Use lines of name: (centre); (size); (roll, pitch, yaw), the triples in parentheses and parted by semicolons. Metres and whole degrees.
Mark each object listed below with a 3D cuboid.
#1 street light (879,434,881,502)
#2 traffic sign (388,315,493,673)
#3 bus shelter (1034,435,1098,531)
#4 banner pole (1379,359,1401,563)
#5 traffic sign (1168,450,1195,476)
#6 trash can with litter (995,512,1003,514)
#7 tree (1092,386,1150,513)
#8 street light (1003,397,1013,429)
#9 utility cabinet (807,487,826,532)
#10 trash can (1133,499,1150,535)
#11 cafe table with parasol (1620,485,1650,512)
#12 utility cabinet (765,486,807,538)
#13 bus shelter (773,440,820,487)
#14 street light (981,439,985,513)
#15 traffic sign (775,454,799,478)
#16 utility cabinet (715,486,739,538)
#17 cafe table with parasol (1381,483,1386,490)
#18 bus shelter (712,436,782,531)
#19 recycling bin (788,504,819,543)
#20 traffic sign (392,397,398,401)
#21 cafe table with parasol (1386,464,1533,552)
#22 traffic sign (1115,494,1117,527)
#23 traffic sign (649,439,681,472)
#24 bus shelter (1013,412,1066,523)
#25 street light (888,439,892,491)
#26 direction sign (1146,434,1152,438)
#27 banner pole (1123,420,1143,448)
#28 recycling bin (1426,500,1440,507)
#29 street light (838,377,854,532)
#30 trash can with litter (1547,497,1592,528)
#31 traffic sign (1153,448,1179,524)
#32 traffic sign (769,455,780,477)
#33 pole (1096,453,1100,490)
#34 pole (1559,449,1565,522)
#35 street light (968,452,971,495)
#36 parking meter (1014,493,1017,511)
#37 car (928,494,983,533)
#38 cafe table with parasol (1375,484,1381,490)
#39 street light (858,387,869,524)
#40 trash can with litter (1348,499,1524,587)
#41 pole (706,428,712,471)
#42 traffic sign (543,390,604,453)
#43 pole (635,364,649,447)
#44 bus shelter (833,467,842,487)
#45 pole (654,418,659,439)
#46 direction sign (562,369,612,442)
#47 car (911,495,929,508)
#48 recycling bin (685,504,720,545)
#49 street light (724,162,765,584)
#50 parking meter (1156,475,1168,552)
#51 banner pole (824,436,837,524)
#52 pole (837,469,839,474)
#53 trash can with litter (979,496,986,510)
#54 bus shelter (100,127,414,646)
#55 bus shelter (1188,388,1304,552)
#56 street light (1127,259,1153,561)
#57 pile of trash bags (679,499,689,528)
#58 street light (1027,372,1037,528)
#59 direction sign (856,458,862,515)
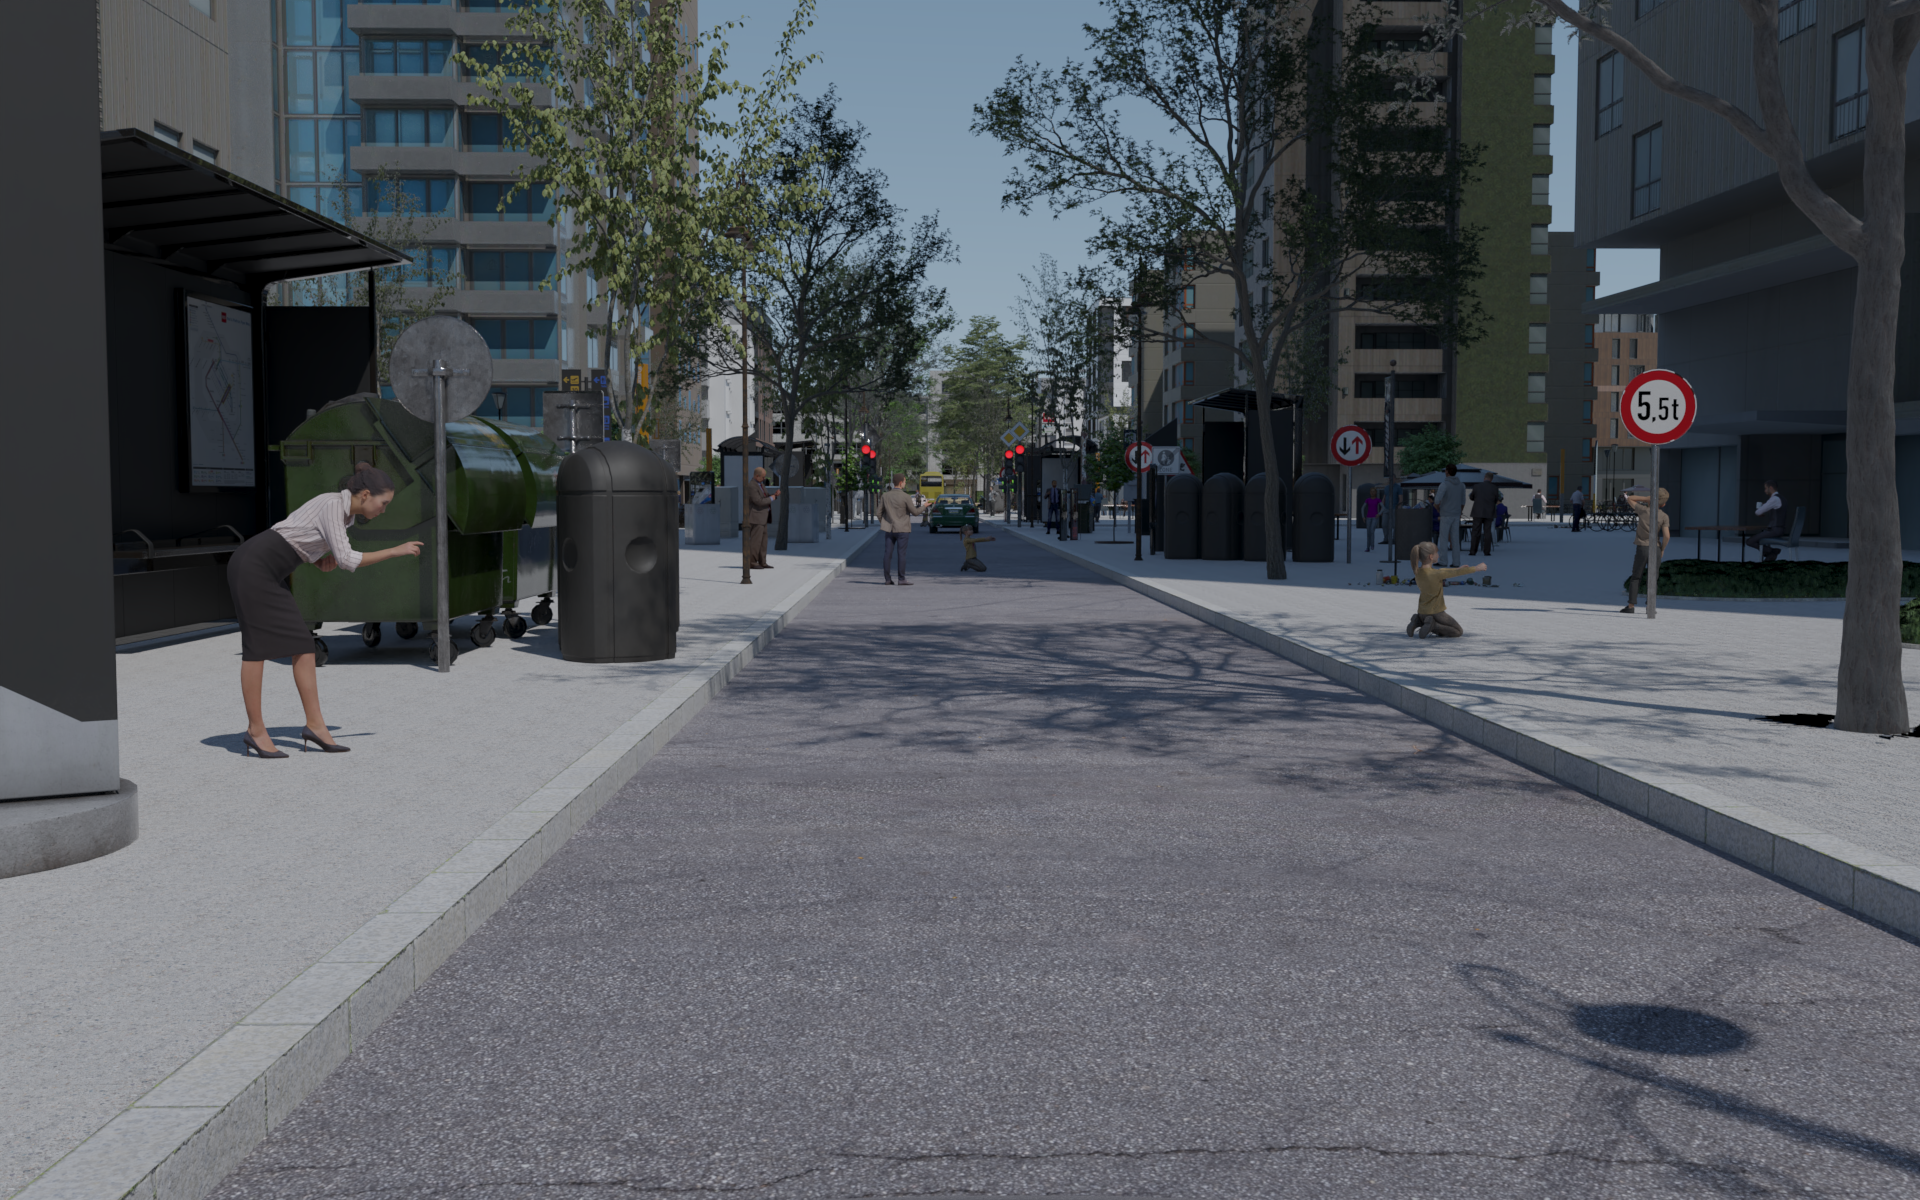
street light: (-4.962, -8.256, 107.767); (0.468, 5.910, 1.993); (0, 4, -1)
traffic sign: (-3.715, -0.752, 12.394); (0.768, 2.556, 0.104); (0, 4, 5)
bus shelter: (3.836, -4.175, 62.177); (2.014, 3.302, 5.546); (0, 4, -1)
banner pole: (8.057, -2.601, 32.544); (0.401, 3.779, 0.863); (0, 4, 1)
traffic sign: (6.397, -3.088, 50.486); (0.884, 2.594, 0.081); (0, 4, -1)
trash can with litter: (2.580, -6.246, 113.174); (1.678, 1.210, 2.233); (0, 4, 7)
tree: (10.857, -10.284, 118.510); (4.737, 8.622, 4.395); (0, 3, 0)
street light: (2.303, -6.710, 82.500); (0.468, 5.910, 1.993); (0, 4, -1)
utility cabinet: (-4.890, -2.952, 56.940); (0.318, 1.500, 1.173); (3, 4, 37)
trash can: (5.734, -2.581, 53.856); (0.748, 1.137, 0.748); (0, 3, 0)
cafe table with parasol: (49.604, -7.453, 126.714); (2.610, 1.966, 2.610); (-3, 4, -38)
utility cabinet: (-5.115, -2.529, 50.021); (1.173, 1.500, 0.318); (1, 4, 14)
bus shelter: (-7.313, -5.304, 77.996); (1.731, 3.624, 6.357); (0, 4, -1)
street light: (1.604, -8.715, 115.281); (0.468, 5.910, 1.993); (0, 4, -1)
traffic sign: (-5.422, -3.315, 54.306); (0.768, 2.556, 0.104); (0, 4, 2)
utility cabinet: (-6.962, -2.558, 50.500); (1.173, 1.500, 0.318); (3, 5, 42)
cafe table with parasol: (14.136, -2.858, 51.597); (2.610, 1.966, 2.610); (1, 4, 21)
bus shelter: (-7.684, -4.231, 63.103); (2.014, 3.302, 5.546); (0, 4, -1)
recycling bin: (-4.143, -2.025, 45.666); (0.722, 1.027, 0.722); (0, 4, 8)
traffic sign: (-6.960, -1.334, 21.918); (0.768, 2.556, 0.104); (0, 4, 8)
cafe table with parasol: (11.336, -2.101, 39.219); (2.610, 1.966, 2.610); (2, 4, 28)
traffic sign: (6.033, -4.103, 67.186); (0.768, 2.556, 0.104); (0, 4, 3)
traffic sign: (-5.524, -1.852, 32.410); (0.606, 2.300, 0.079); (0, 4, 1)
bus shelter: (3.665, -6.387, 82.055); (2.179, 5.291, 8.768); (0, 4, -1)
street light: (-5.720, -10.261, 140.547); (0.468, 5.910, 1.993); (0, 4, -1)
direction sign: (7.114, -4.478, 65.219); (0.379, 3.537, 0.876); (1, 4, 20)
banner pole: (5.934, -4.212, 58.884); (0.863, 3.779, 0.401); (1, 4, 21)
recycling bin: (20.614, -3.813, 74.901); (0.722, 1.027, 0.722); (0, 4, -6)
street light: (-3.851, -5.255, 58.710); (0.468, 5.910, 1.993); (0, 4, -1)
trash can with litter: (22.917, -3.312, 65.214); (2.233, 1.210, 1.678); (-1, 4, -22)
traffic sign: (4.439, -2.157, 37.402); (0.606, 2.300, 0.079); (0, 4, 4)
traffic sign: (-6.036, -3.563, 57.986); (0.795, 2.593, 0.064); (0, 4, 7)
pole: (6.866, -5.663, 86.440); (0.158, 3.312, 0.155); (0, 3, 0)
pole: (27.173, -5.157, 78.165); (0.158, 3.312, 0.155); (0, 3, 0)
street light: (0.756, -10.798, 149.331); (0.468, 5.910, 1.993); (0, 4, -1)
parking meter: (4.344, -7.833, 133.775); (0.255, 1.863, 0.399); (3, 4, 37)
car: (-0.200, -3.224, 64.508); (2.131, 1.459, 4.920); (0, 4, 1)
cafe table with parasol: (14.639, -3.128, 56.005); (2.610, 1.966, 2.610); (-3, 5, -40)
street light: (-4.144, -6.251, 74.988); (0.468, 5.910, 1.993); (0, 4, -1)
trash can with litter: (6.723, -0.810, 24.304); (2.233, 1.210, 1.678); (2, 4, 30)
pole: (-7.761, -3.657, 53.643); (0.158, 3.312, 0.155); (0, 3, 0)
traffic sign: (-3.823, -0.919, 17.150); (0.606, 2.300, 0.079); (0, 4, 4)
pole: (-4.987, -2.041, 27.218); (0.158, 3.312, 0.155); (0, 3, 0)
bus shelter: (-9.739, -9.469, 146.102); (1.731, 3.624, 6.357); (0, 4, -1)
pole: (-8.168, -3.232, 46.685); (0.158, 3.312, 0.155); (0, 3, 0)
direction sign: (-6.779, -2.417, 31.513); (0.876, 3.537, 0.379); (0, 4, -4)
car: (-4.022, -9.333, 164.960); (2.083, 1.381, 4.827); (0, 4, -1)
recycling bin: (-6.558, -1.928, 44.084); (0.722, 1.027, 0.722); (-2, 4, -28)
street light: (-3.049, -3.165, 24.539); (0.468, 5.910, 1.993); (0, 4, -1)
parking meter: (4.433, -2.015, 38.659); (0.255, 1.863, 0.399); (-2, 4, -26)
banner pole: (-5.658, -5.206, 75.141); (0.401, 3.779, 0.863); (2, 4, 31)
pole: (-9.894, -8.947, 140.122); (0.158, 3.312, 0.155); (0, 3, 0)
trash can with litter: (2.043, -7.713, 137.494); (1.055, 1.170, 0.624); (1, 4, 21)
bus shelter: (-6.219, -1.404, 14.234); (1.731, 3.624, 6.357); (0, 4, -1)
bus shelter: (6.763, -3.068, 41.440); (1.731, 3.624, 6.357); (0, 4, -1)
street light: (3.447, -3.699, 33.260); (0.468, 5.910, 1.993); (0, 4, -1)
pile of trash bags: (-10.512, -3.408, 65.480); (3.447, 1.369, 1.912); (-2, 4, -30)
street light: (2.756, -5.704, 66.041); (0.468, 5.910, 1.993); (0, 4, -1)
direction sign: (-6.286, -6.910, 104.969); (0.876, 3.537, 0.379); (0, 4, -5)
